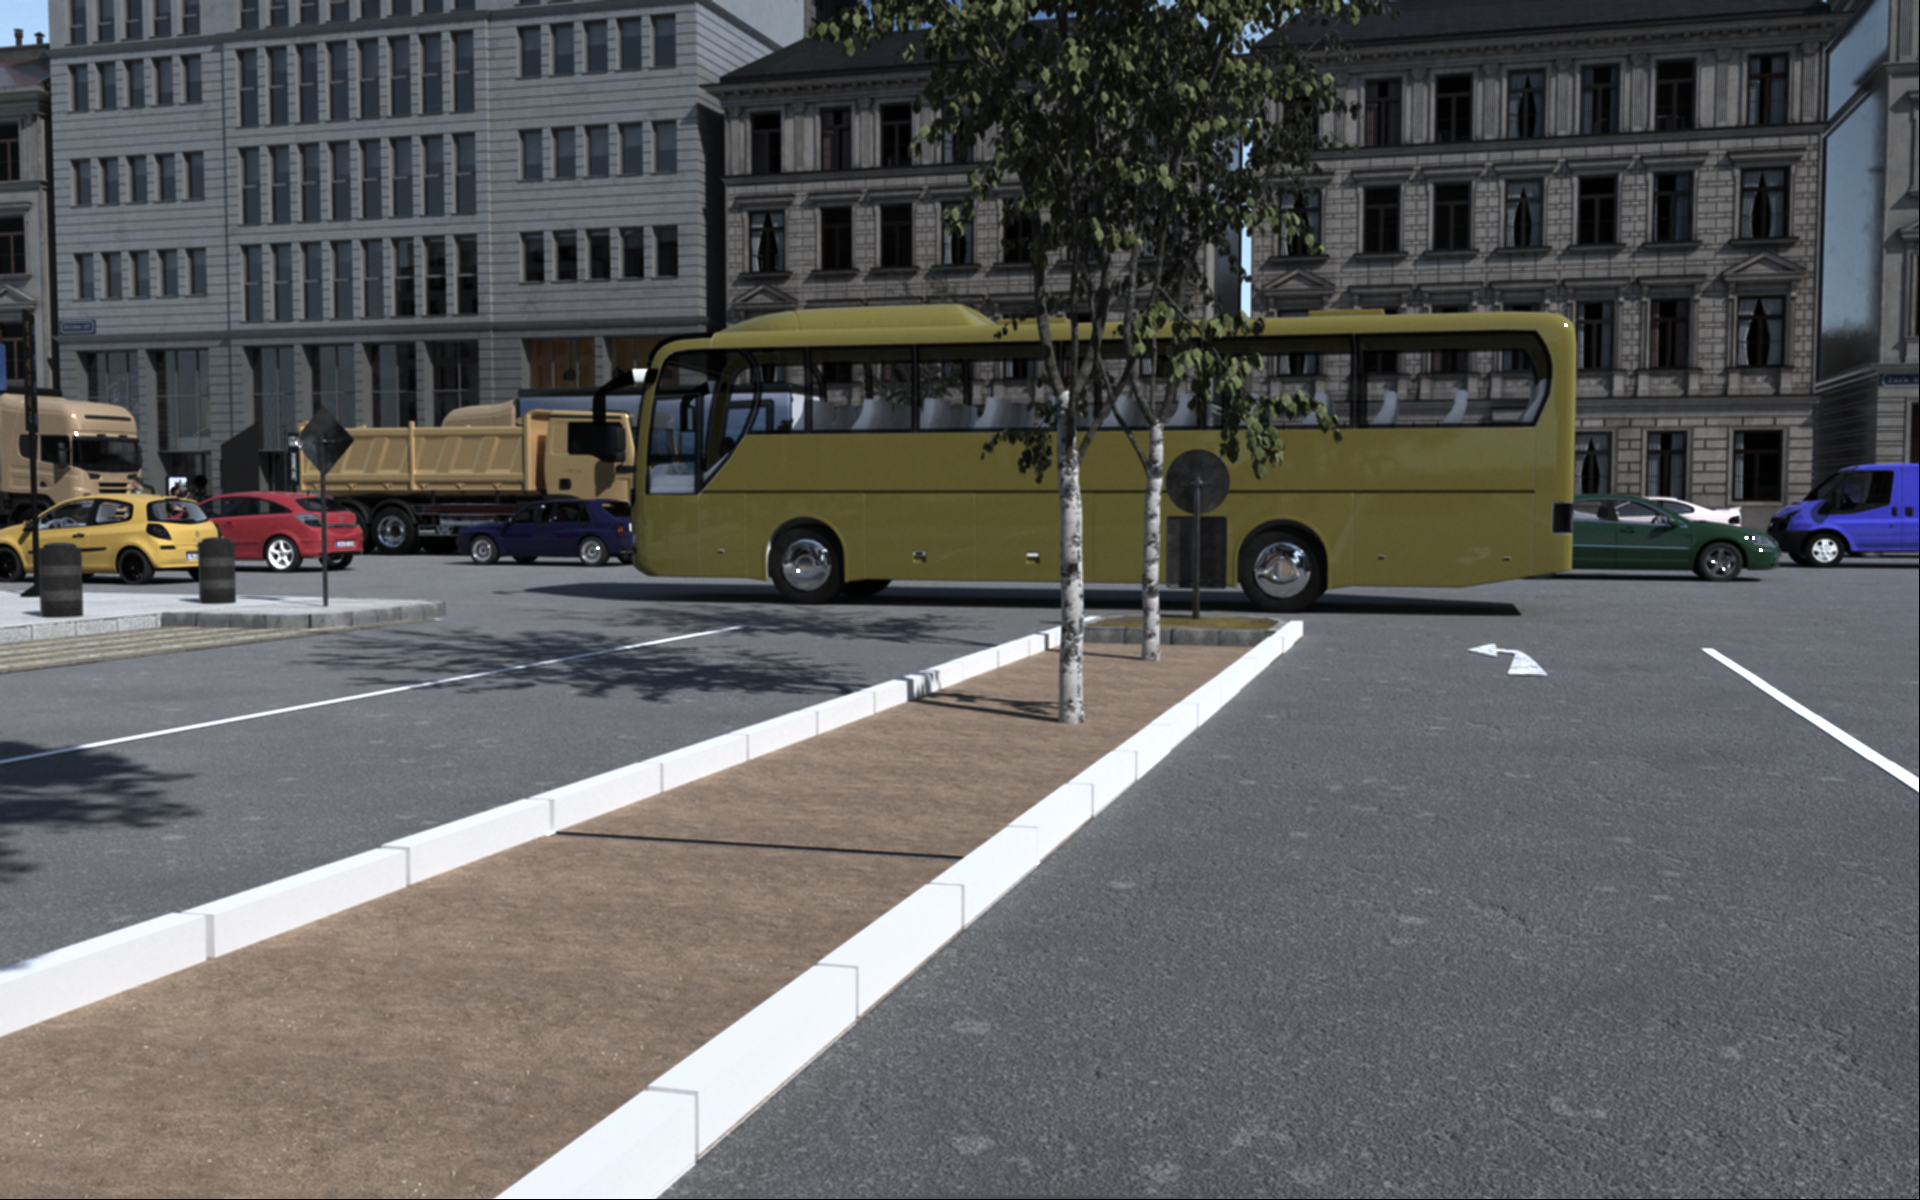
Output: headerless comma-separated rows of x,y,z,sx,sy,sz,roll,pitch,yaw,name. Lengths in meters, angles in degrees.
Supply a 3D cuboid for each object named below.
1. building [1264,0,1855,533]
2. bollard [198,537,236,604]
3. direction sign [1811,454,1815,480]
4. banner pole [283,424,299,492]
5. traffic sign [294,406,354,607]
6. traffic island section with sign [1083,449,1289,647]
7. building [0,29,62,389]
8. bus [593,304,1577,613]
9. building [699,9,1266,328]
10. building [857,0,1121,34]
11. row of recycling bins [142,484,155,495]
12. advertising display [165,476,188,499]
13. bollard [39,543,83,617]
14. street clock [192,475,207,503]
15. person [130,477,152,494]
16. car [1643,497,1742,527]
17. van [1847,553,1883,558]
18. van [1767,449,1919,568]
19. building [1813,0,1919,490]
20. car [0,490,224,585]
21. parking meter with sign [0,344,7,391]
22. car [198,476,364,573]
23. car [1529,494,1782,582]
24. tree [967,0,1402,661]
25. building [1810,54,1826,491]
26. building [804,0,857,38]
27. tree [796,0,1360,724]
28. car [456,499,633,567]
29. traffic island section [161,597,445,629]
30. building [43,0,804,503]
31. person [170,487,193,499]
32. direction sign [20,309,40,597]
19.991,-12.067,61.921,19.286,19.102,10.561,1,4,16,building
-8.774,-0.351,20.448,0.404,0.777,0.398,0,3,0,bollard
48.210,-6.516,98.537,0.876,3.537,0.379,-1,4,-10,direction sign
-23.998,-4.409,62.099,0.401,3.779,0.863,2,4,26,banner pole
-7.235,-0.982,19.699,0.795,2.450,0.064,1,4,16,traffic sign
2.259,-0.557,17.236,2.006,1.907,1.989,1,4,16,traffic island section with sign
-46.867,-14.972,80.954,21.152,22.565,11.583,1,4,16,building
1.446,-1.896,22.544,12.252,3.916,2.896,1,4,15,bus
1.172,-12.333,66.270,19.286,19.102,10.561,1,4,16,building
3.885,-51.689,157.794,31.000,86.520,22.319,1,4,16,building
-33.684,-3.841,69.912,1.069,1.692,3.534,0,4,7,row of recycling bins
-27.900,-3.457,61.741,0.123,1.923,0.974,1,4,17,advertising display
-9.439,-0.212,18.184,0.404,0.777,0.398,0,3,0,bollard
-28.577,-3.705,65.149,0.358,2.002,0.471,3,5,44,street clock
-19.405,-1.989,40.937,0.656,1.842,0.836,-2,4,-31,person
16.871,-1.884,43.173,4.827,1.381,2.083,1,4,15,car
21.878,-1.967,39.168,4.112,2.044,2.013,1,4,16,van
18.678,-1.804,33.879,5.245,2.365,2.240,1,4,15,van
39.469,-13.428,55.703,21.152,22.565,11.583,1,4,16,building
-14.088,-1.114,28.439,3.980,1.641,2.015,1,4,18,car
-11.881,-1.484,20.527,1.738,3.016,0.543,3,5,42,parking meter with sign
-13.530,-1.446,32.681,4.494,1.783,2.155,1,4,15,car
11.301,-1.083,29.509,4.920,1.459,2.131,1,4,17,car
1.689,-3.793,14.842,4.360,8.622,3.978,0,3,0,tree
109.524,-40.616,206.063,28.212,58.520,21.231,1,4,16,building
-20.546,-44.550,166.641,20.611,71.187,20.563,1,4,16,building
0.666,-3.516,10.306,4.737,8.622,4.395,0,3,0,tree
-8.217,-1.386,35.234,3.894,1.354,1.945,1,4,18,car
-7.260,0.154,19.768,2.009,0.180,2.903,1,4,16,traffic island section
-22.388,-18.116,73.681,29.804,29.767,11.434,1,4,16,building
-22.397,-2.439,49.844,0.566,1.644,0.517,2,4,33,person
-11.603,-1.815,21.675,0.379,3.537,0.876,-1,4,-21,direction sign
